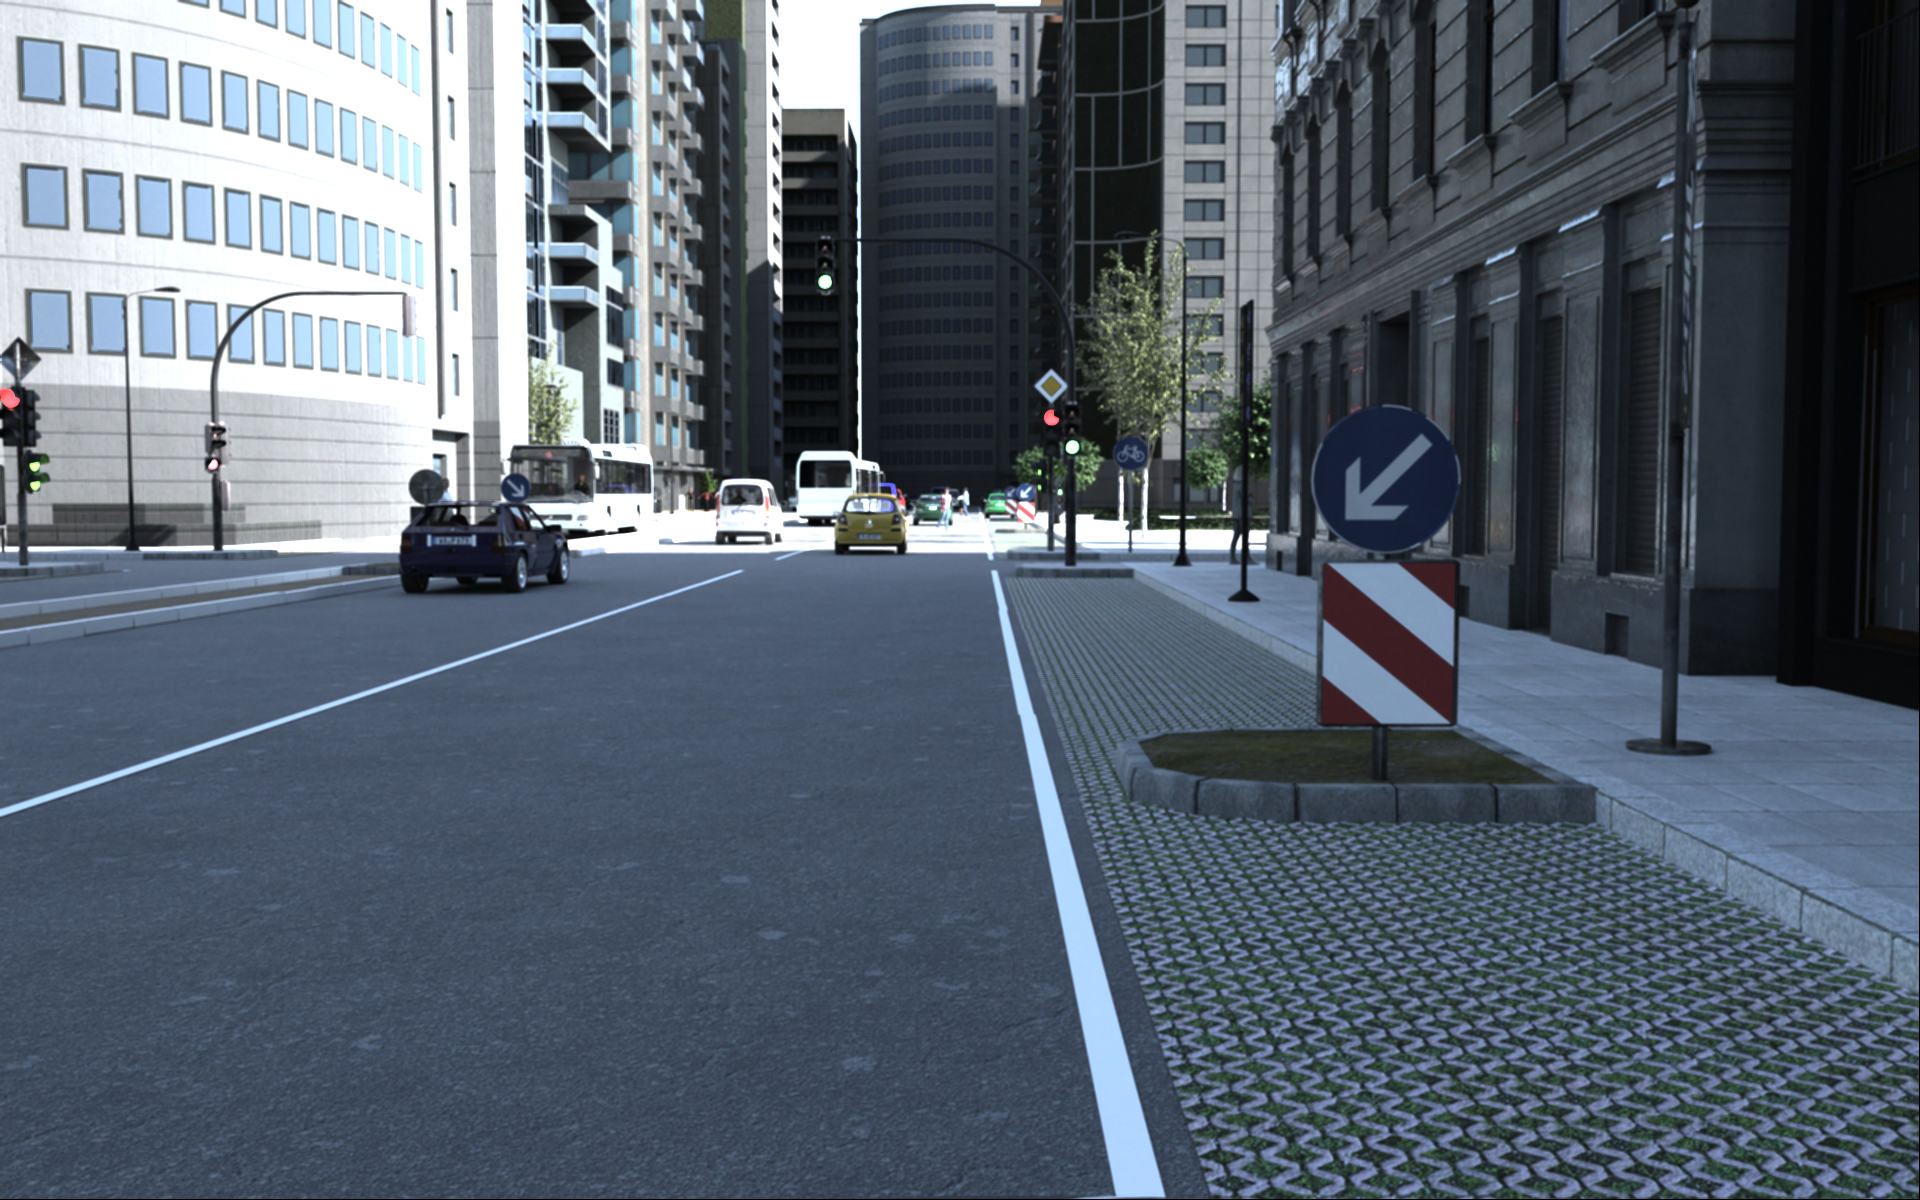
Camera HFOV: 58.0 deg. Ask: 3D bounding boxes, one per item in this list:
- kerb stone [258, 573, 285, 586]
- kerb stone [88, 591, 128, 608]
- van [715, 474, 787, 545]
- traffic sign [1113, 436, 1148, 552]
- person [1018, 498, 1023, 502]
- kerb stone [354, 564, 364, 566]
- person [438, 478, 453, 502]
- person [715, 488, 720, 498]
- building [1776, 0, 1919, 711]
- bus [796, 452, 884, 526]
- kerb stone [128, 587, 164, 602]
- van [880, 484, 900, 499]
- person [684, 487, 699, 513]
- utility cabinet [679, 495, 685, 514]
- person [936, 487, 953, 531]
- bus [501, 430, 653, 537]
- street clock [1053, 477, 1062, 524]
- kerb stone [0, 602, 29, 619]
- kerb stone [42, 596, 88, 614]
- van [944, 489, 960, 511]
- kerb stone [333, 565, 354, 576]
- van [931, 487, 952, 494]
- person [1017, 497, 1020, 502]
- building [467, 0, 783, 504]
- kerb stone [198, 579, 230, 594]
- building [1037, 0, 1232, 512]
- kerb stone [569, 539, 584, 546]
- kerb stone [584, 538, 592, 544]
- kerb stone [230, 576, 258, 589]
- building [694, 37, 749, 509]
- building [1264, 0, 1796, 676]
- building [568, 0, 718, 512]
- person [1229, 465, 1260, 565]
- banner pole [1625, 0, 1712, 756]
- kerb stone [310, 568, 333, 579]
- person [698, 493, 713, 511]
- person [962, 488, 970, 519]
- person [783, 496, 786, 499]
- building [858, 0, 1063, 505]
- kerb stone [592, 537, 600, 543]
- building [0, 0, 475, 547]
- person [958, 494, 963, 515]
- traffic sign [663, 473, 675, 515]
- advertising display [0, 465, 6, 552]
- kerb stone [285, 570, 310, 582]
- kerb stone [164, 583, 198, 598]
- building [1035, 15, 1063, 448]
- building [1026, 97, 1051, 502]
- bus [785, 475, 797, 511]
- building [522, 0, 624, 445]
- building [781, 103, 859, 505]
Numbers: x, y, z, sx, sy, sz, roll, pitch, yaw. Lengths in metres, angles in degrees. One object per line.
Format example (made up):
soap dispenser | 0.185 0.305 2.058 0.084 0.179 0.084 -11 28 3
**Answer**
kerb stone | -10.917 -0.309 27.251 0.120 0.150 1.000 0 4 1
kerb stone | -10.970 0.005 22.123 0.120 0.150 1.000 0 4 1
van | -6.091 -2.647 50.296 2.013 2.044 4.112 0 4 -1
traffic sign | 3.745 -2.318 38.010 0.768 2.556 0.104 1 4 10
person | 5.577 -8.937 155.388 0.991 1.433 0.599 -2 4 -34
kerb stone | -10.886 -0.559 31.346 0.120 0.150 1.000 0 4 1
person | -11.983 -1.924 40.177 0.641 1.798 0.478 3 4 39
person | -18.032 -7.566 130.450 0.721 1.736 1.217 3 4 38
building | 11.628 -10.608 3.119 12.332 23.373 15.834 0 4 1
bus | -5.531 -5.301 81.532 2.948 3.499 13.247 0 4 2
kerb stone | -10.969 -0.056 23.145 0.120 0.150 1.000 0 4 1
van | -4.766 -6.121 104.454 2.240 2.365 5.245 0 4 0
person | -18.487 -6.885 119.130 1.217 1.766 0.721 -2 4 -31
utility cabinet | -17.940 -6.150 111.721 0.306 1.237 1.020 0 4 -5
person | -0.576 -3.501 66.581 0.563 1.720 0.643 -3 5 -42
bus | -12.785 -3.931 59.129 2.948 3.499 13.247 0 4 -1
street clock | 4.120 -4.218 73.530 0.471 2.002 0.358 -2 4 -32
kerb stone | -11.001 0.130 20.076 0.120 0.150 1.000 0 4 1
kerb stone | -10.979 0.069 21.101 0.120 0.150 1.000 0 4 1
van | -0.706 -8.784 150.634 2.013 2.044 4.112 0 4 0
kerb stone | -10.895 -0.497 30.323 0.120 0.150 1.000 0 4 1
van | -1.590 -9.239 155.433 2.240 2.365 5.245 0 4 2
person | 6.142 -10.462 177.109 0.705 1.823 1.348 -1 4 -14
building | -32.767 -38.870 177.525 28.212 58.520 21.231 0 4 1
kerb stone | -10.942 -0.184 25.199 0.120 0.150 1.000 0 4 1
building | 16.365 -42.463 132.525 20.563 71.187 20.611 0 4 1
kerb stone | -10.733 -1.596 48.322 0.120 0.150 1.000 0 4 1
kerb stone | -10.724 -1.660 49.344 0.120 0.150 1.000 0 4 1
kerb stone | -10.935 -0.245 26.229 0.120 0.150 1.000 0 4 1
building | -26.428 -28.603 151.249 14.154 41.232 14.086 0 4 1
building | 9.899 -10.476 20.439 9.793 20.994 18.267 0 4 1
building | -31.323 -31.145 128.825 23.786 49.044 30.456 0 4 1
person | 5.175 -1.548 31.537 0.526 1.800 0.537 0 4 3
banner pole | 3.482 -1.121 8.352 0.401 3.779 0.863 1 4 18
kerb stone | -10.905 -0.435 29.301 0.120 0.150 1.000 0 4 1
person | -18.437 -7.335 125.912 0.705 1.831 1.348 3 5 44
person | 0.333 -5.472 98.228 0.793 1.790 0.793 -2 4 -32
person | -20.061 -11.251 193.177 1.217 1.735 0.721 -1 4 -18
building | 2.306 -40.718 207.744 28.212 58.520 21.231 0 4 1
kerb stone | -10.711 -1.723 50.366 0.120 0.150 1.000 0 4 1
building | -27.480 -31.206 52.218 21.231 58.520 28.212 0 4 1
person | 0.115 -6.397 116.272 0.628 1.438 0.799 -2 4 -30
traffic sign | -17.847 -6.489 106.193 0.768 2.556 0.104 0 4 6
advertising display | -21.471 -2.015 38.163 0.974 1.923 0.123 1 4 14
kerb stone | -10.912 -0.372 28.273 0.120 0.150 1.000 0 4 1
kerb stone | -10.958 -0.121 24.172 0.120 0.150 1.000 0 4 1
building | 18.179 -30.841 158.875 22.147 44.769 28.867 0 4 1
building | 13.941 -30.458 181.580 14.154 41.232 14.086 0 4 1
bus | -12.530 -9.215 145.530 2.948 3.499 13.247 0 4 1
building | -31.006 -47.802 94.230 22.319 86.520 31.000 0 4 1
building | -23.434 -35.760 208.372 21.600 48.544 21.300 0 4 1
